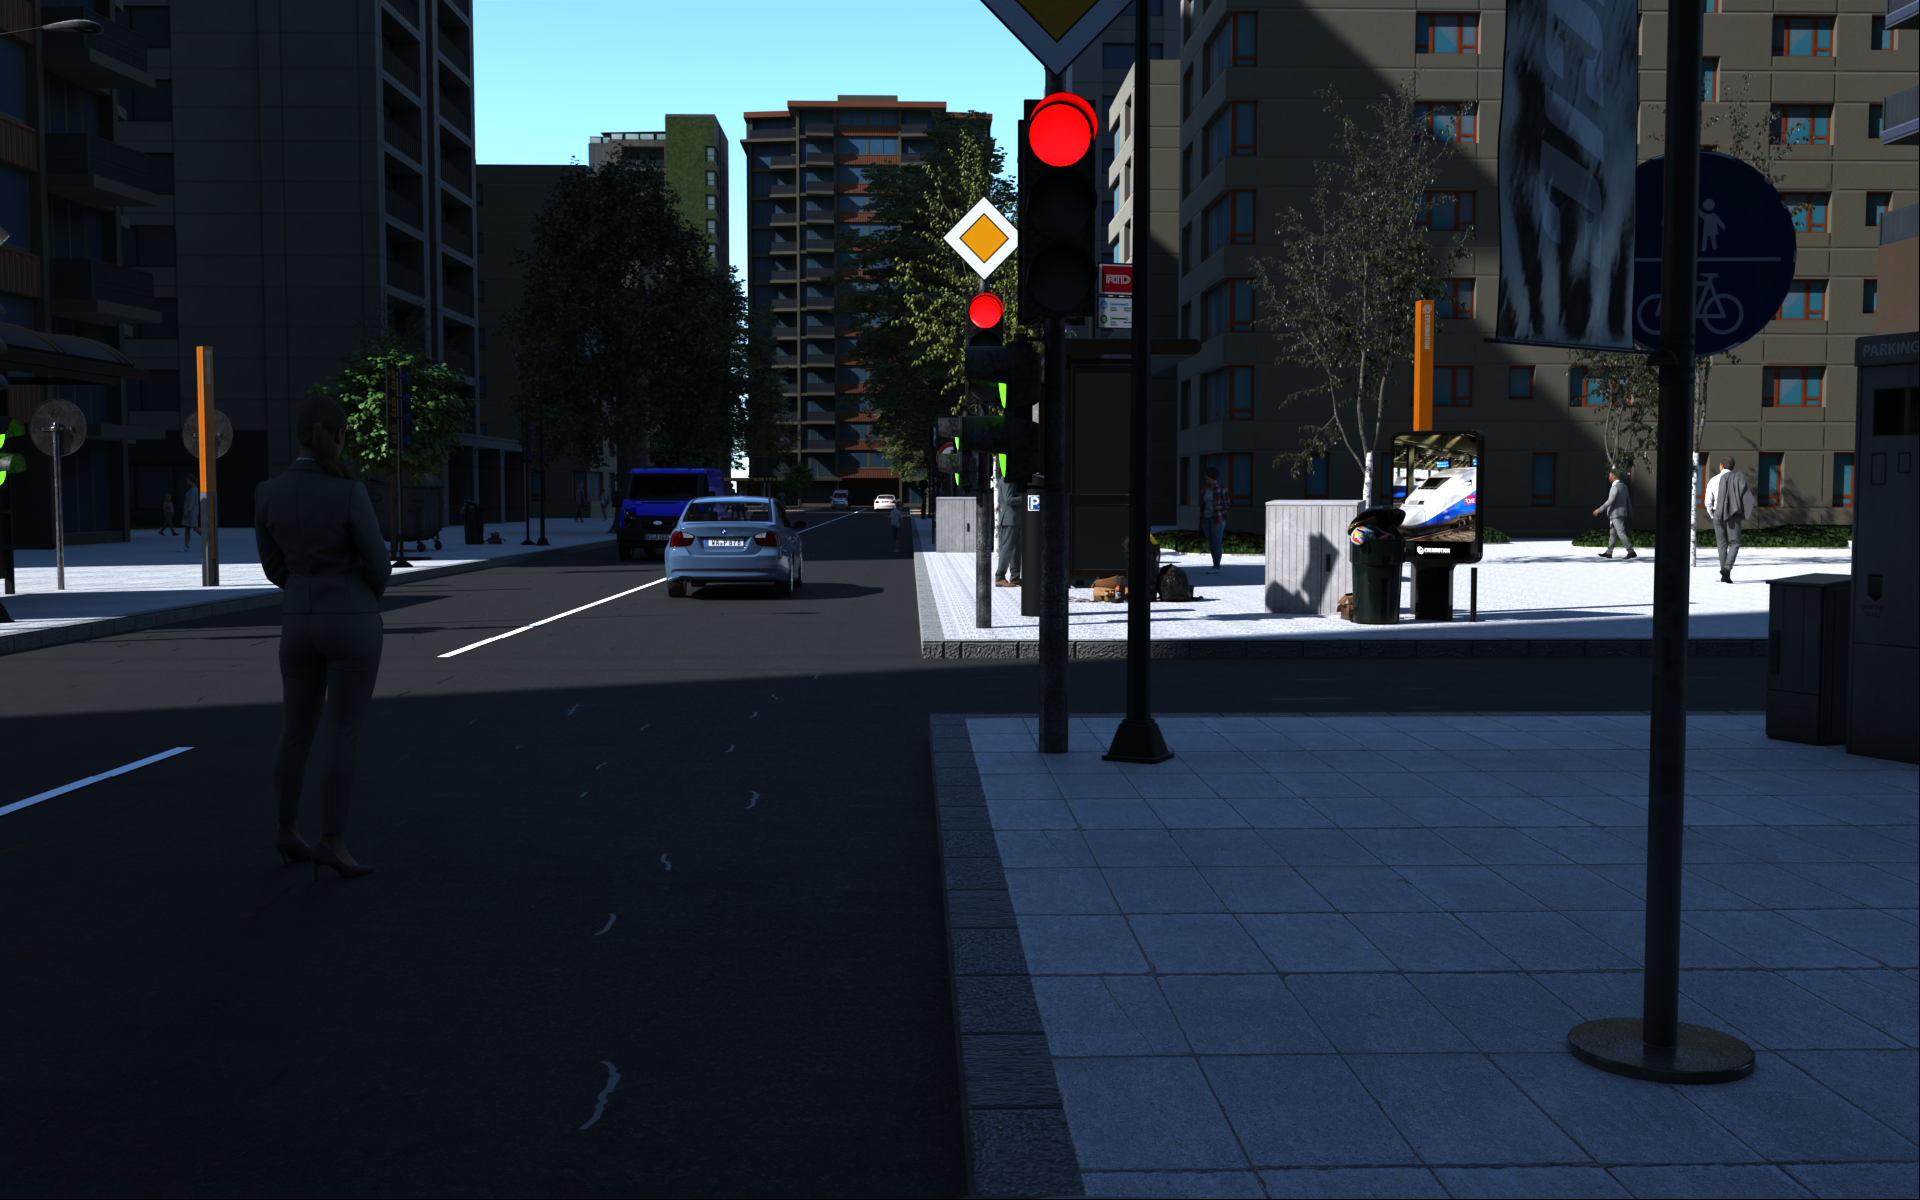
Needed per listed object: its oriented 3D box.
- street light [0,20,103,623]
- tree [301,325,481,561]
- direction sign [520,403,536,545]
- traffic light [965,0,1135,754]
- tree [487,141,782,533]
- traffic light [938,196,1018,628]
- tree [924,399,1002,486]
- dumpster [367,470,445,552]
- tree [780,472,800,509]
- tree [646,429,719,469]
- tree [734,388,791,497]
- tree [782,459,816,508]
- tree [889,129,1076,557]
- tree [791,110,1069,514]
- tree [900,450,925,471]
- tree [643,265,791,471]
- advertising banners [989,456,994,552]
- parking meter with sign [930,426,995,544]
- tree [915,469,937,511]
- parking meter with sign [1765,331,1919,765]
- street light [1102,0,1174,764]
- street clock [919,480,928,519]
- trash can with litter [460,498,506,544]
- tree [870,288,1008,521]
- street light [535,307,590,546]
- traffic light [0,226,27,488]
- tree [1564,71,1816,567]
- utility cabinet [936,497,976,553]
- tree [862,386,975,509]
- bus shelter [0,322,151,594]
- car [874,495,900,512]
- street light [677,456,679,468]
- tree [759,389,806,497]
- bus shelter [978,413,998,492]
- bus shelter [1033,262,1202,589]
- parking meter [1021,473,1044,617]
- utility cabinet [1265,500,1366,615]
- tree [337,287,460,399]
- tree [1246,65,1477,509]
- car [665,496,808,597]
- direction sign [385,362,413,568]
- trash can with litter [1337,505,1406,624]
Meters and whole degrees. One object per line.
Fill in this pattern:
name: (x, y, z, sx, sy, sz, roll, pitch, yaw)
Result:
street light: (-9.103, -2.726, 17.115, 1.470, 5.913, 1.316, 0, 4, -2)
tree: (-11.003, -3.062, 33.785, 4.285, 4.588, 4.351, 0, 3, 0)
direction sign: (-10.919, -3.160, 43.667, 0.379, 3.537, 0.876, 0, 4, -2)
traffic light: (0.447, -1.198, 8.510, 0.839, 4.253, 0.868, 0, 4, -2)
tree: (-11.091, -8.553, 56.849, 9.611, 12.733, 9.660, 0, 3, 0)
traffic light: (0.209, -1.686, 16.492, 0.839, 4.253, 0.868, 0, 4, -2)
tree: (0.209, -4.664, 59.967, 4.285, 4.588, 4.351, 0, 3, 0)
dumpster: (-12.446, -2.029, 38.928, 1.264, 1.857, 1.865, 0, 4, -2)
tree: (-14.430, -9.444, 149.012, 1.663, 3.219, 1.824, 0, 3, 0)
tree: (-11.743, -5.499, 73.616, 4.285, 4.588, 4.351, 0, 3, 0)
tree: (-12.859, -9.877, 111.852, 4.360, 8.622, 3.978, 0, 3, 0)
tree: (-14.910, -10.914, 162.154, 4.285, 4.588, 4.351, 0, 3, 0)
tree: (0.712, -5.176, 34.997, 4.737, 8.622, 4.395, 0, 3, 0)
tree: (-0.246, -8.145, 51.303, 7.486, 12.596, 7.792, 0, 3, 0)
tree: (-2.339, -14.096, 164.880, 7.601, 10.594, 8.767, 0, 4, -3)
tree: (-12.037, -10.238, 85.521, 7.486, 12.596, 7.792, 0, 3, 0)
advertising banners: (0.739, -2.628, 39.161, 0.090, 3.025, 2.074, 0, 4, 3)
parking meter with sign: (0.130, -2.945, 44.415, 1.738, 3.016, 0.543, 0, 4, 8)
tree: (-2.411, -8.409, 132.085, 1.663, 3.219, 1.824, 0, 3, 0)
parking meter with sign: (4.710, -0.736, 8.290, 0.543, 3.016, 1.738, -2, 4, -24)
street light: (0.323, -2.182, 8.212, 1.470, 5.913, 1.316, 0, 4, -2)
street clock: (-1.853, -5.088, 87.751, 0.358, 2.002, 0.471, 3, 5, 44)
trash can with litter: (-12.202, -2.013, 44.305, 1.055, 1.170, 0.624, -2, 4, -29)
tree: (-0.705, -9.516, 81.343, 9.928, 11.665, 9.643, 0, 3, 0)
street light: (-9.868, -4.311, 43.033, 1.470, 5.913, 1.316, 0, 4, -2)
traffic light: (-9.247, -1.668, 16.195, 0.839, 4.253, 0.868, 0, 4, -2)
tree: (12.746, -4.898, 30.447, 4.360, 8.622, 3.978, 0, 3, 0)
utility cabinet: (-0.010, -1.643, 38.021, 1.020, 1.237, 0.306, 0, 4, 2)
tree: (-3.120, -14.743, 151.417, 12.009, 13.543, 11.850, 0, 3, 0)
bus shelter: (-11.381, -1.574, 19.663, 2.014, 3.302, 5.546, 0, 4, -2)
car: (-5.842, -7.653, 137.492, 2.083, 1.381, 4.827, 0, 4, -1)
street light: (-10.711, -5.904, 69.072, 1.470, 5.913, 1.316, 0, 4, -2)
tree: (-12.814, -10.271, 118.291, 4.737, 8.622, 4.395, 0, 3, 0)
bus shelter: (0.711, -5.649, 69.987, 2.179, 5.291, 8.768, 0, 4, -2)
bus shelter: (2.099, -3.058, 27.637, 2.179, 5.291, 8.768, 0, 4, -2)
parking meter: (0.832, -0.601, 18.243, 0.372, 1.533, 0.369, 0, 3, 0)
utility cabinet: (3.798, -0.452, 18.551, 1.020, 1.237, 0.306, 2, 4, 29)
tree: (-20.229, -6.870, 62.680, 4.360, 8.622, 3.978, 0, 3, 0)
tree: (7.171, -4.906, 30.574, 4.360, 8.622, 3.978, 0, 3, 0)
car: (-3.250, -0.816, 25.352, 2.014, 1.417, 4.499, 0, 4, -2)
direction sign: (-9.790, -2.341, 30.273, 0.379, 3.537, 0.876, 1, 4, 8)
trash can with litter: (4.050, -0.367, 17.383, 0.624, 1.170, 1.055, -1, 4, -8)
